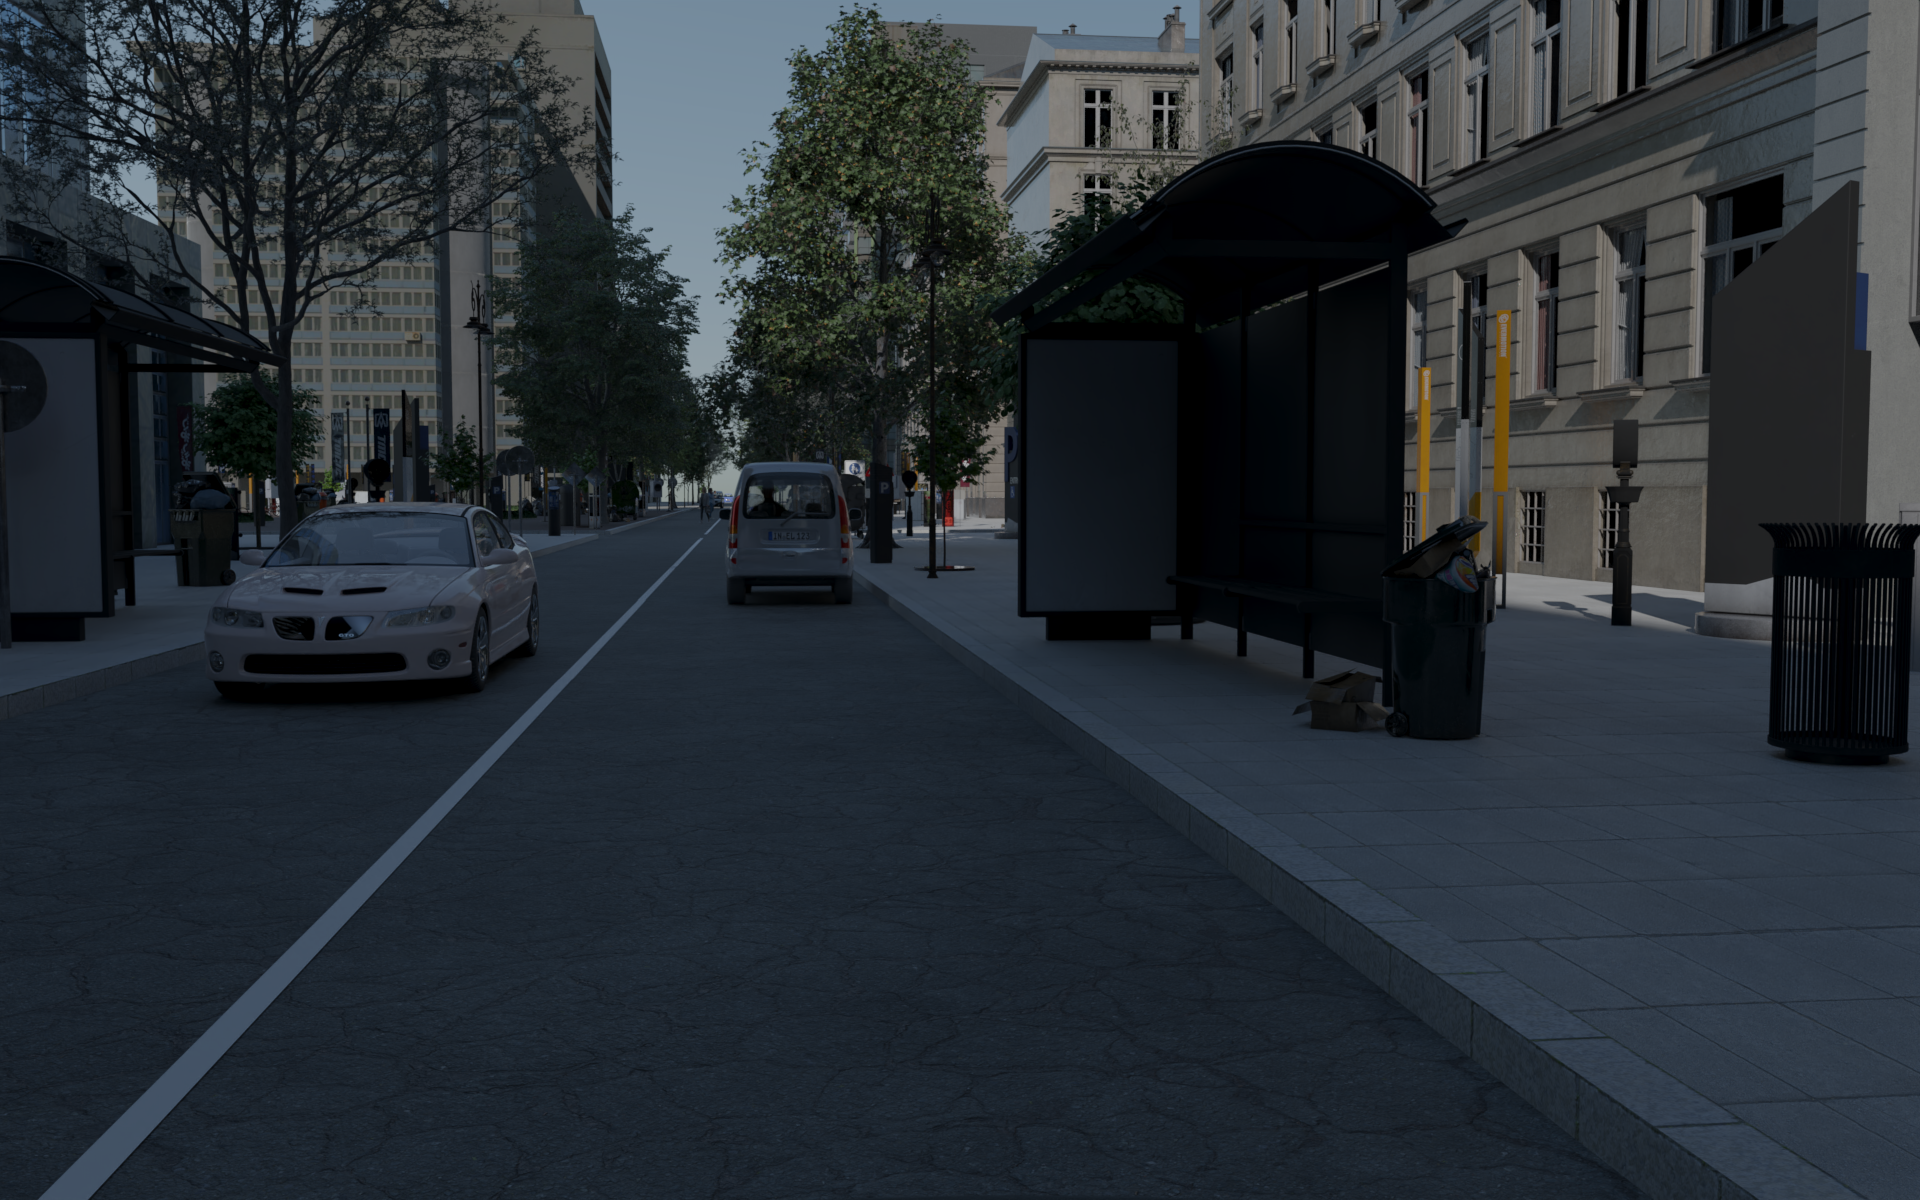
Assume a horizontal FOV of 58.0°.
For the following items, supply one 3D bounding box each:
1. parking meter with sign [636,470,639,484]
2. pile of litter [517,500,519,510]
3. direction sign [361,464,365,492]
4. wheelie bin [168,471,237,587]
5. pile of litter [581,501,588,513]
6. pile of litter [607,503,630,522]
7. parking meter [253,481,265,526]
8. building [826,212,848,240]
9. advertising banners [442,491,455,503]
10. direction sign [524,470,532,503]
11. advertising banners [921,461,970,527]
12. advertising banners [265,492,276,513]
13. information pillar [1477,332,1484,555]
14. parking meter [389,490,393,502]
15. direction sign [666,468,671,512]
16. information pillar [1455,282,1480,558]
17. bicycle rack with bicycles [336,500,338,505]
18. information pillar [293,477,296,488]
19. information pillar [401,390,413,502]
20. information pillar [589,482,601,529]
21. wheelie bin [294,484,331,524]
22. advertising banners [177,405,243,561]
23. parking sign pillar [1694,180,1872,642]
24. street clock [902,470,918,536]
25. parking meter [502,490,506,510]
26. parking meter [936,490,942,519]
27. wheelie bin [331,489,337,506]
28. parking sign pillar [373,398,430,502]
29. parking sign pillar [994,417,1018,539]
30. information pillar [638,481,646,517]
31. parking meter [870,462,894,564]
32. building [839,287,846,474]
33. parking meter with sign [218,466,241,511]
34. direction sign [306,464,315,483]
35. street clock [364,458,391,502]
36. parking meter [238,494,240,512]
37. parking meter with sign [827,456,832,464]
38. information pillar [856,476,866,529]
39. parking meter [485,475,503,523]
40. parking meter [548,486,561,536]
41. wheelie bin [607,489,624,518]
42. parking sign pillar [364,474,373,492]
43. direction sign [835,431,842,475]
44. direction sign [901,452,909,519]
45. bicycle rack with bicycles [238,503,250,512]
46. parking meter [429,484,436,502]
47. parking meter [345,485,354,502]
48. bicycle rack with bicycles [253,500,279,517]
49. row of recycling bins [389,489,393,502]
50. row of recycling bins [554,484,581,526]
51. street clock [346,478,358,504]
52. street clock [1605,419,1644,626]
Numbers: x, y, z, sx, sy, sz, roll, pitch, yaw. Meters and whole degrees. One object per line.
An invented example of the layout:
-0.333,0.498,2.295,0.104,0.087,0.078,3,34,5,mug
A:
-23.082,-7.779,123.448,0.543,3.016,1.738,1,4,12,parking meter with sign
-31.017,-6.678,123.150,1.176,0.858,1.719,-2,4,-28,pile of litter
-45.542,-8.577,132.228,0.379,3.537,0.876,0,4,-1,direction sign
-10.561,-0.994,24.166,0.980,1.594,0.693,1,4,23,wheelie bin
-25.740,-6.330,117.462,1.176,0.858,1.719,-1,4,-22,pile of litter
-15.772,-4.017,79.650,1.176,0.858,1.719,-1,4,-18,pile of litter
-27.917,-3.872,69.019,0.255,1.863,0.399,3,5,40,parking meter
-10.645,-43.870,259.272,21.231,58.520,28.212,0,4,-7,building
-29.208,-6.323,99.568,0.090,3.025,2.074,1,4,14,advertising banners
-26.573,-7.057,107.385,0.876,3.537,0.379,-2,4,-34,direction sign
-0.497,-4.376,67.733,2.074,3.025,0.090,-1,4,-13,advertising banners
-47.637,-7.586,120.218,0.090,3.025,2.074,1,4,21,advertising banners
6.365,-1.856,21.698,0.183,3.616,0.504,-1,4,-15,information pillar
-38.147,-6.606,116.415,0.372,1.533,0.369,0,3,0,parking meter
-21.310,-8.234,126.624,0.379,3.537,0.876,-1,4,-9,direction sign
5.661,-1.716,19.403,0.183,3.616,0.504,1,4,18,information pillar
-37.521,-5.562,104.328,2.925,0.926,2.852,2,4,26,bicycle rack with bicycles
-29.480,-4.401,76.444,0.304,2.012,0.304,-1,4,-10,information pillar
-12.471,-2.920,39.101,0.183,3.616,0.504,0,4,-2,information pillar
-13.497,-3.637,63.960,0.304,2.012,0.304,3,5,43,information pillar
-19.597,-2.694,51.947,0.693,1.594,0.980,2,4,31,wheelie bin
-14.664,-2.300,33.794,2.074,3.025,0.090,2,4,35,advertising banners
7.456,-1.660,15.613,1.447,3.967,1.447,-2,4,-32,parking sign pillar
-1.525,-2.927,52.422,0.471,2.002,0.358,0,4,4,street clock
-32.286,-6.969,122.359,0.372,1.533,0.369,0,3,0,parking meter
-1.023,-4.873,88.080,0.372,1.533,0.369,0,3,0,parking meter
-36.784,-5.694,101.011,0.980,1.594,0.693,0,4,8,wheelie bin
-15.580,-3.713,49.183,1.447,3.967,1.447,3,5,45,parking sign pillar
1.698,-3.751,49.805,1.447,3.967,1.447,-1,4,-18,parking sign pillar
-17.646,-5.601,96.061,0.304,2.012,0.304,1,4,14,information pillar
-1.449,-1.614,32.105,0.399,1.863,0.255,-2,4,-32,parking meter
-11.975,-28.515,237.919,14.160,30.474,14.107,0,4,-7,building
-47.296,-7.083,112.067,1.738,3.016,0.543,1,4,13,parking meter with sign
-48.581,-8.413,129.557,0.379,3.537,0.876,1,4,23,direction sign
-11.833,-1.874,35.206,0.471,2.002,0.358,-3,5,-40,street clock
-48.701,-6.624,116.715,0.372,1.533,0.369,0,3,0,parking meter
-5.895,-5.123,80.025,0.543,3.016,1.738,0,4,-7,parking meter with sign
-3.643,-3.587,63.139,0.304,2.012,0.304,3,4,36,information pillar
-14.187,-2.886,52.898,0.399,1.863,0.255,-2,4,-27,parking meter
-12.423,-2.728,53.018,0.372,1.533,0.369,0,3,0,parking meter
-17.741,-4.980,89.332,0.980,1.594,0.693,-1,4,-23,wheelie bin
-44.185,-8.669,130.213,1.447,3.967,1.447,2,4,31,parking sign pillar
-4.387,-4.309,62.456,0.379,3.537,0.876,-1,4,-18,direction sign
-2.807,-5.914,88.692,0.379,3.537,0.876,2,4,26,direction sign
-50.086,-6.801,124.580,2.852,0.926,2.925,-2,4,-29,bicycle rack with bicycles
-30.738,-5.814,100.766,0.399,1.863,0.255,-2,4,-30,parking meter
-32.191,-5.235,91.296,0.399,1.863,0.255,1,4,15,parking meter
-38.956,-5.277,99.658,2.925,0.926,2.852,-1,4,-16,bicycle rack with bicycles
-39.893,-7.118,123.490,1.069,1.692,3.534,0,4,-4,row of recycling bins
-16.224,-3.898,70.843,1.069,1.692,3.534,-1,4,-20,row of recycling bins
-27.006,-4.429,76.984,0.358,2.002,0.471,3,5,40,street clock
6.465,-0.752,16.872,0.358,2.002,0.471,1,4,20,street clock
